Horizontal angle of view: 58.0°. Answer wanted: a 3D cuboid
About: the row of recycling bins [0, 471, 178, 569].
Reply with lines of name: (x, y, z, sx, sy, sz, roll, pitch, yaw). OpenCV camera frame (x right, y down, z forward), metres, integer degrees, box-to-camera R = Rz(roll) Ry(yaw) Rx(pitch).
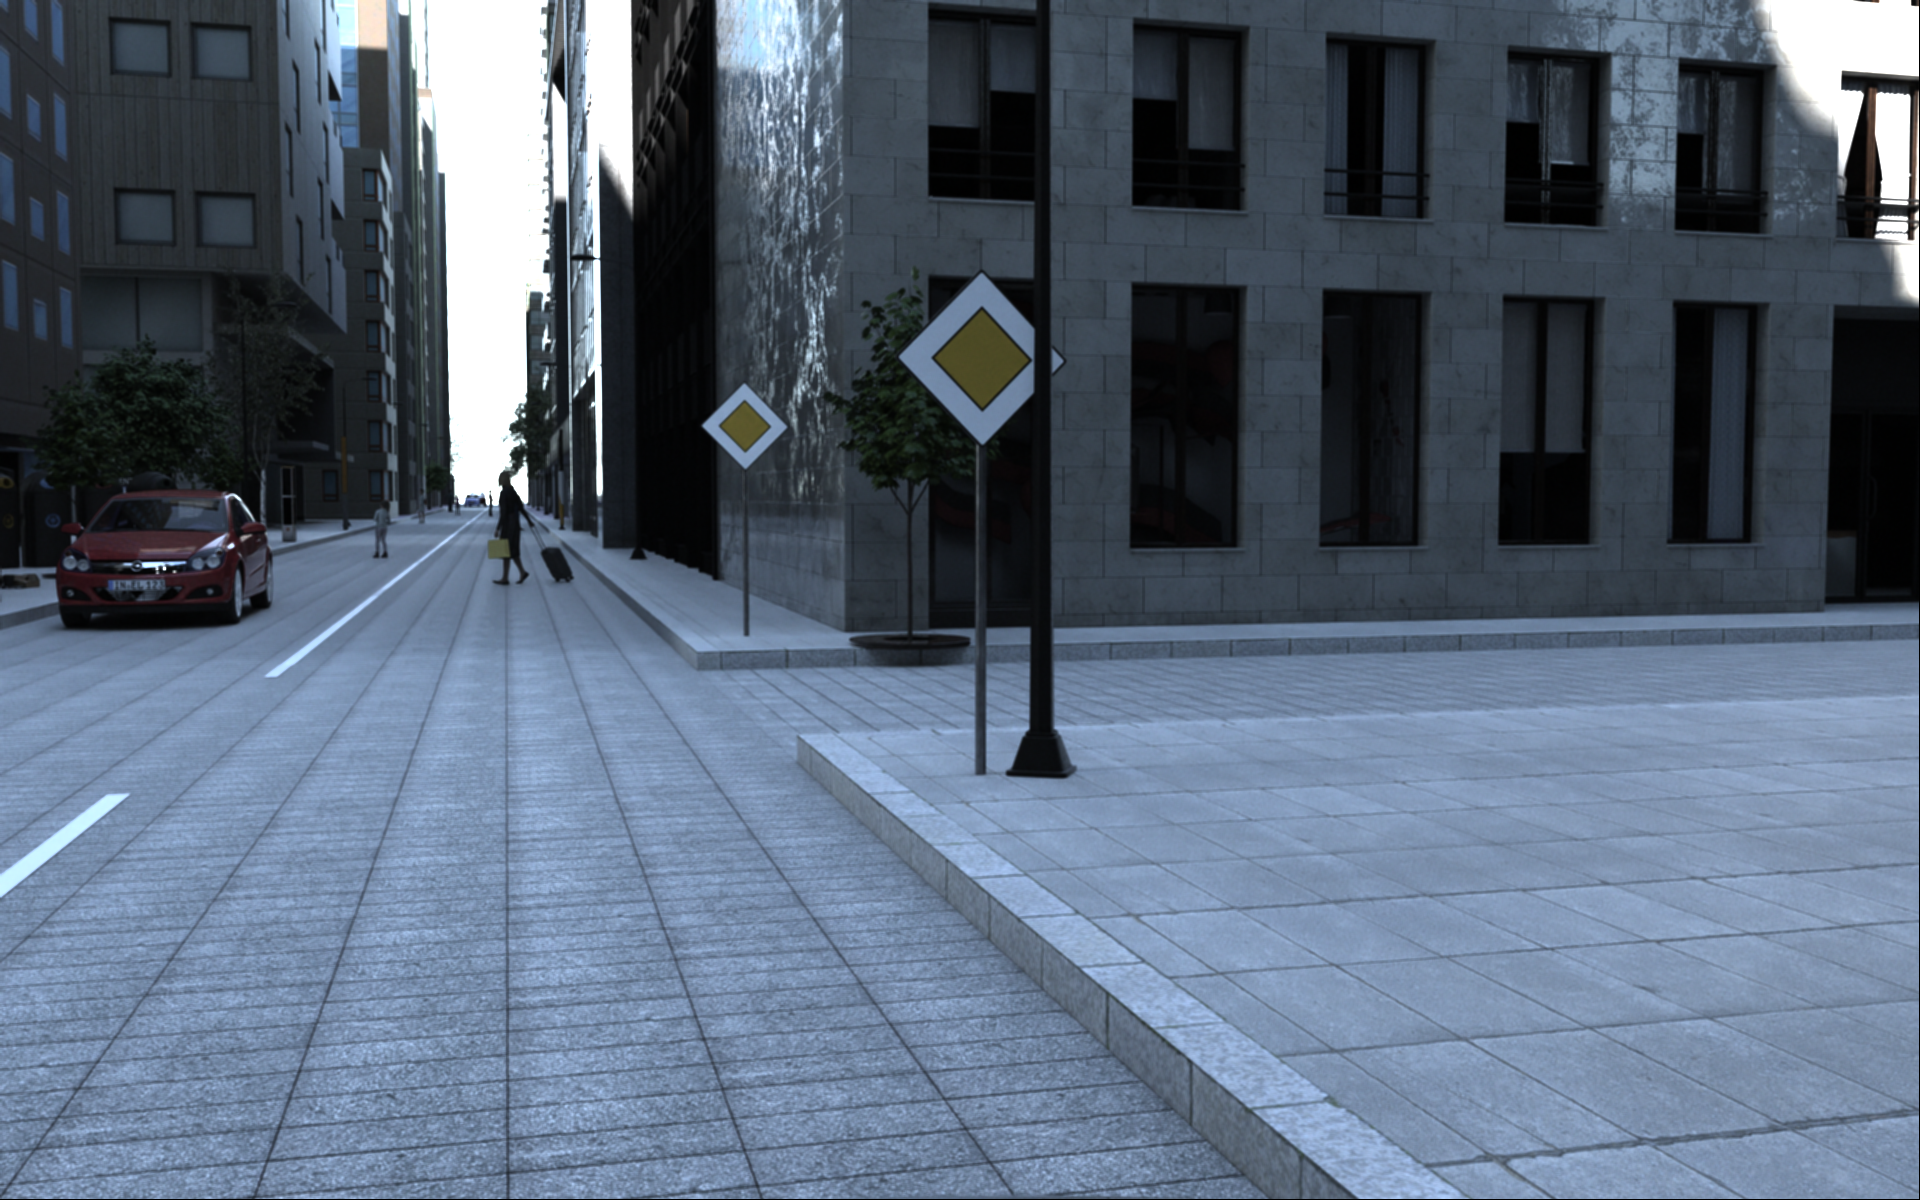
row of recycling bins: (-15.817, -1.452, 30.845, 3.534, 1.692, 1.069, -3, 5, -44)

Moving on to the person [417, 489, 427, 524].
person: (-26.249, -4.586, 84.481, 0.522, 1.701, 0.512, -1, 4, -20)

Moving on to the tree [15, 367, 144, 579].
tree: (-13.510, -1.952, 26.511, 1.663, 3.219, 1.824, 0, 3, 0)

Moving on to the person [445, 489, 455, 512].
person: (-40.911, -7.983, 139.106, 1.350, 1.814, 0.705, 2, 4, 32)

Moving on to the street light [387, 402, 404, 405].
street light: (-28.870, -7.048, 87.780, 1.470, 5.913, 1.316, -1, 4, -15)

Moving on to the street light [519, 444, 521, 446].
street light: (-33.368, -9.909, 134.549, 1.470, 5.913, 1.316, -1, 4, -15)

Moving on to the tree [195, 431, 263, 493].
tree: (-20.251, -3.228, 47.382, 1.663, 3.219, 1.824, 0, 3, 0)

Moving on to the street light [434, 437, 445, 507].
street light: (-42.887, -10.342, 141.638, 1.470, 5.913, 1.316, -1, 4, -15)

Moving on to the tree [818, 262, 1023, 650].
tree: (-0.414, -1.220, 14.542, 1.663, 3.219, 1.824, 0, 3, 0)

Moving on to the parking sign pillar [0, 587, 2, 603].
parking sign pillar: (-12.016, -1.935, 20.108, 1.447, 3.967, 1.447, 0, 4, 4)

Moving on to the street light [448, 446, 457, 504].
street light: (-49.948, -11.977, 168.364, 1.470, 5.913, 1.316, -1, 4, -15)

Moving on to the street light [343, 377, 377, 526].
street light: (-23.870, -5.891, 68.860, 1.470, 5.913, 1.316, -1, 4, -15)

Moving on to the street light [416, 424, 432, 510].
street light: (-35.936, -8.700, 114.786, 1.470, 5.913, 1.316, -1, 4, -15)

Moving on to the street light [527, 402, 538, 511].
street light: (-21.094, -7.065, 88.049, 1.470, 5.913, 1.316, -1, 4, -15)

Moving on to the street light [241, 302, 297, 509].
street light: (-16.760, -4.248, 41.997, 1.470, 5.913, 1.316, -1, 4, -15)

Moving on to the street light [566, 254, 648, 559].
street light: (-6.862, -3.748, 33.820, 1.470, 5.913, 1.316, -1, 4, -15)

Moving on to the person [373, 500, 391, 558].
person: (-13.033, -1.601, 38.955, 0.394, 1.301, 0.425, 2, 4, 25)

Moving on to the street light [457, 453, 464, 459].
street light: (-57.060, -13.621, 195.237, 1.470, 5.913, 1.316, -1, 4, -15)

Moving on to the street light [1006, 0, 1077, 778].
street light: (-0.149, -2.148, 7.665, 1.470, 5.913, 1.316, -1, 4, -15)

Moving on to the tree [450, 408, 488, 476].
tree: (-70.368, -20.116, 239.267, 12.009, 13.543, 11.850, 0, 3, 0)

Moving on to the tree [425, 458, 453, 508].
tree: (-48.314, -10.731, 159.171, 4.285, 4.588, 4.351, 0, 3, 0)

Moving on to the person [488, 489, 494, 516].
person: (-30.129, -6.255, 111.474, 0.721, 1.736, 1.217, 0, 4, -3)

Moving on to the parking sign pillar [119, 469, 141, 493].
parking sign pillar: (-25.307, -3.926, 52.661, 1.447, 3.967, 1.447, 0, 4, -4)

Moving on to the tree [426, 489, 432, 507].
tree: (-51.453, -10.512, 166.477, 1.663, 3.219, 1.824, 0, 3, 0)

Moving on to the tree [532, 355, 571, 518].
tree: (-20.724, -8.652, 91.827, 4.360, 8.622, 3.978, 0, 3, 0)

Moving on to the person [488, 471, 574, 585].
person: (-6.893, -1.163, 27.731, 1.509, 1.804, 0.699, -3, 5, -42)

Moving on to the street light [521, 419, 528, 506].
street light: (-26.234, -8.245, 107.348, 1.470, 5.913, 1.316, -1, 4, -15)

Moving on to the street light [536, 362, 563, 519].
street light: (-14.086, -5.423, 61.211, 1.470, 5.913, 1.316, -1, 4, -15)

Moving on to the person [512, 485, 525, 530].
person: (-17.647, -3.660, 68.518, 0.721, 1.800, 0.419, 0, 4, 8)

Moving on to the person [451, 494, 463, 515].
person: (-34.191, -6.499, 117.977, 0.991, 1.433, 0.599, -3, 5, -43)

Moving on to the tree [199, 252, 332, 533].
tree: (-21.485, -6.293, 53.259, 4.360, 8.622, 3.978, 0, 3, 0)

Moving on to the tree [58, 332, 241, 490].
tree: (-16.452, -3.152, 35.249, 4.285, 4.588, 4.351, 0, 3, 0)
